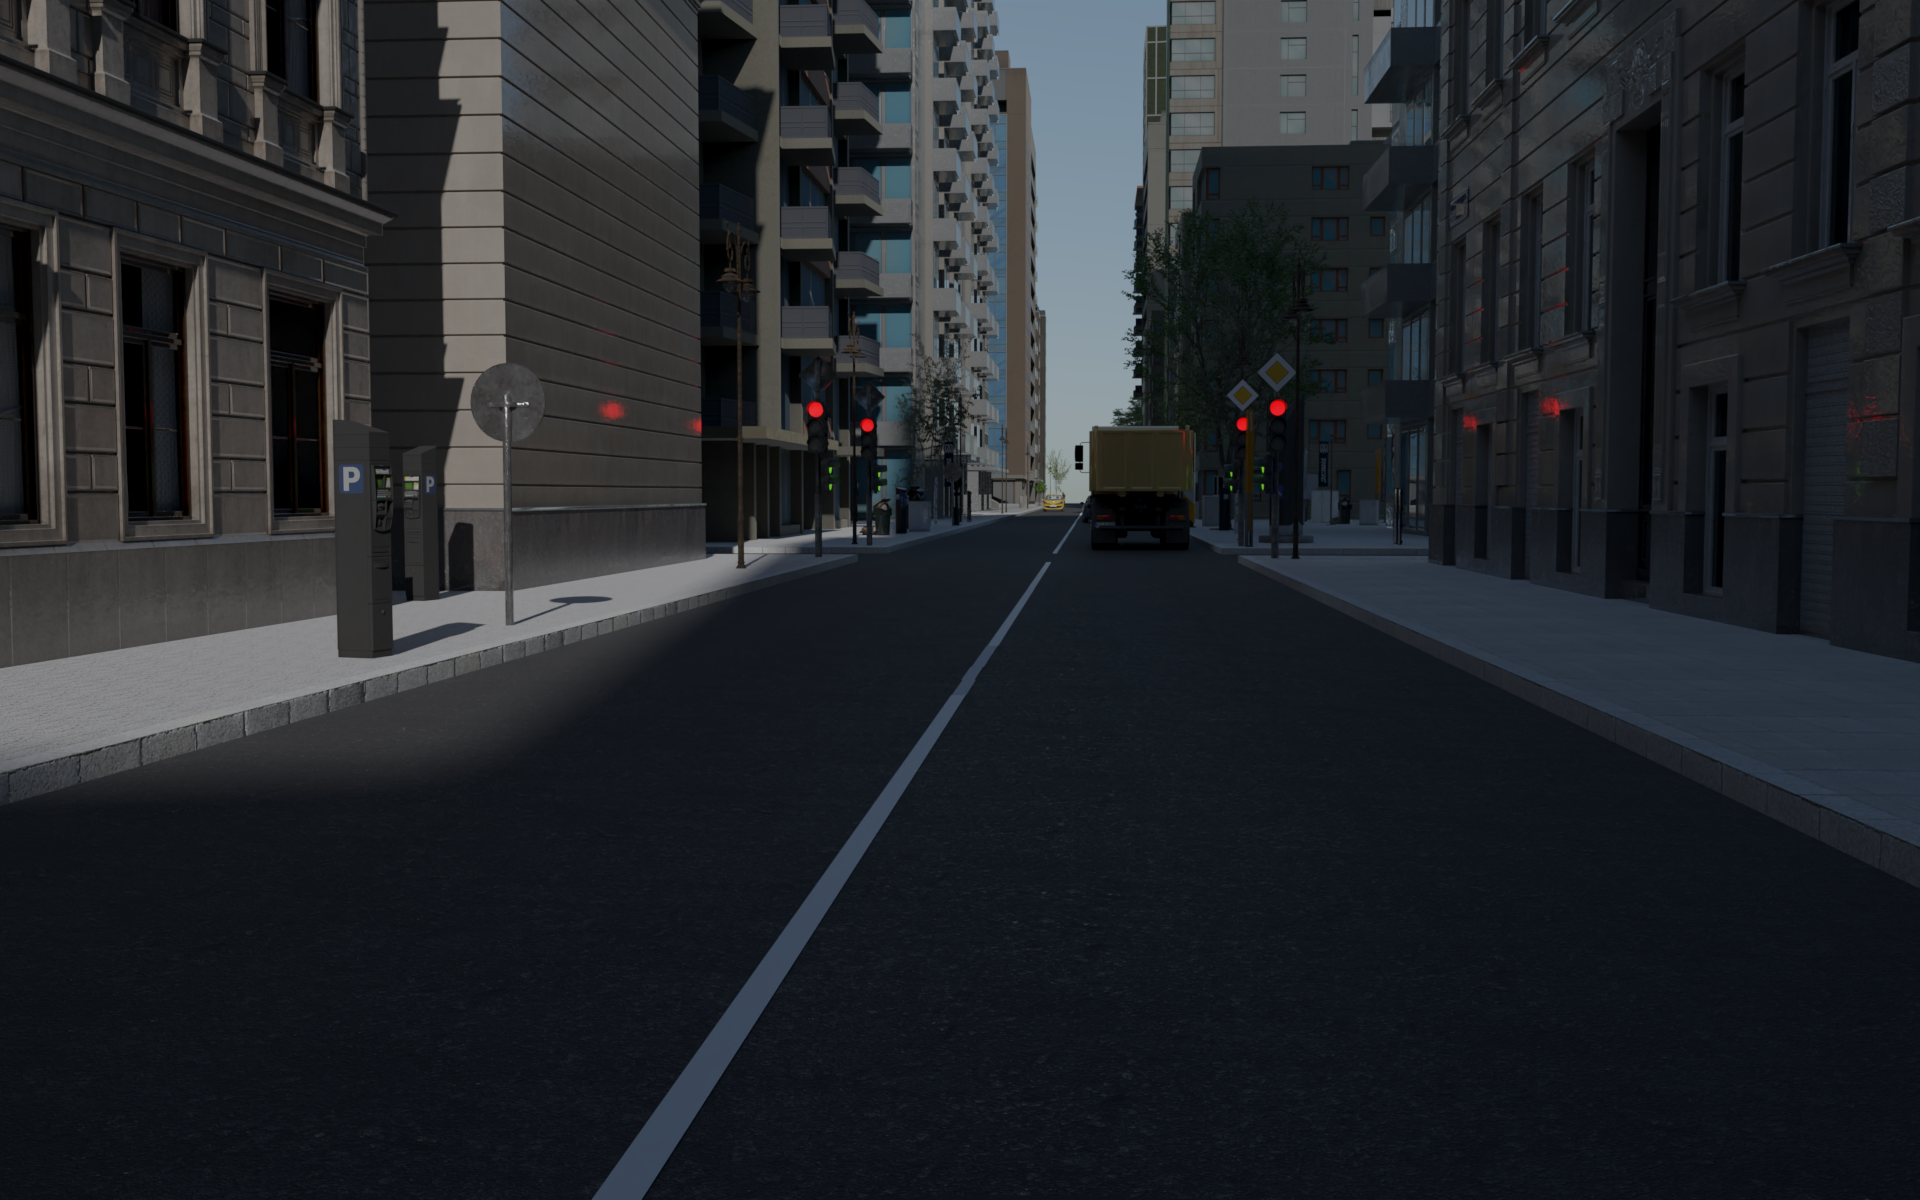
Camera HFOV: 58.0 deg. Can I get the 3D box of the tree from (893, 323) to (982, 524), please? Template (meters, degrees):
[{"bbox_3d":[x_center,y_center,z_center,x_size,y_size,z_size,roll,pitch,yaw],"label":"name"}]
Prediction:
[{"bbox_3d":[-1.064,-7.646,75.367,4.360,8.622,3.978,0,3,0],"label":"tree"}]

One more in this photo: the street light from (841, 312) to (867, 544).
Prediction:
[{"bbox_3d":[-2.688,-4.358,44.042,0.468,5.910,1.993,0,4,4],"label":"street light"}]

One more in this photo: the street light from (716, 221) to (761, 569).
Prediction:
[{"bbox_3d":[-3.771,-3.479,29.667,0.468,5.910,1.993,0,4,4],"label":"street light"}]

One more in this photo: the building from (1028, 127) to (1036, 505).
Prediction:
[{"bbox_3d":[-1.704,-36.082,213.645,21.300,48.544,21.600,0,4,4],"label":"building"}]

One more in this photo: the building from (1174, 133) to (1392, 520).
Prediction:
[{"bbox_3d":[26.924,-15.584,99.831,27.650,21.520,28.899,0,4,4],"label":"building"}]

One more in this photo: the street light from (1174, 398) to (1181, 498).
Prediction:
[{"bbox_3d":[10.427,-6.705,82.422,0.468,5.910,1.993,0,4,4],"label":"street light"}]

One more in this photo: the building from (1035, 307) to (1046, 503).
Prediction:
[{"bbox_3d":[5.820,-30.009,262.355,14.160,30.474,14.107,0,4,4],"label":"building"}]

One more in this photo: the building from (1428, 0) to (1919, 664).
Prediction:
[{"bbox_3d":[13.438,-13.565,19.058,12.463,27.353,25.104,0,4,4],"label":"building"}]

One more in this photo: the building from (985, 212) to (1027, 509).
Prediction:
[{"bbox_3d":[-9.992,-28.730,161.618,32.217,40.220,23.993,0,4,4],"label":"building"}]

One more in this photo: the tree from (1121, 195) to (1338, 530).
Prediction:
[{"bbox_3d":[9.480,-8.313,61.666,9.928,11.665,9.643,0,3,0],"label":"tree"}]

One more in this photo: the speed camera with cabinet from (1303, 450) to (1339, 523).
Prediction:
[{"bbox_3d":[17.210,-5.459,83.598,2.038,3.252,0.660,0,4,-5],"label":"speed camera with cabinet"}]

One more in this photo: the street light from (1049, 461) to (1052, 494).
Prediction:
[{"bbox_3d":[12.438,-16.251,238.485,0.468,5.910,1.993,0,4,4],"label":"street light"}]

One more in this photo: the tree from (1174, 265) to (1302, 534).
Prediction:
[{"bbox_3d":[8.869,-6.416,55.260,4.360,8.622,3.978,0,3,0],"label":"tree"}]

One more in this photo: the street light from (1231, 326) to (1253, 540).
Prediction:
[{"bbox_3d":[7.772,-4.591,47.852,0.468,5.910,1.993,0,4,4],"label":"street light"}]

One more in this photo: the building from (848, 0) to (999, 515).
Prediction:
[{"bbox_3d":[-8.502,-31.460,133.979,23.786,49.044,30.456,0,4,4],"label":"building"}]

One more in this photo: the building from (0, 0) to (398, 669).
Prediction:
[{"bbox_3d":[-11.901,-8.923,10.522,10.561,19.102,19.286,0,4,4],"label":"building"}]

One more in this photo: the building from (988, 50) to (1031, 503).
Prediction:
[{"bbox_3d":[0.192,-32.396,179.792,14.600,45.320,14.200,0,4,4],"label":"building"}]

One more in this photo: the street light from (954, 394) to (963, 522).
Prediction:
[{"bbox_3d":[0.024,-6.472,78.608,0.468,5.910,1.993,0,4,4],"label":"street light"}]

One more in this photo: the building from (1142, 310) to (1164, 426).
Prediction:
[{"bbox_3d":[32.880,-20.273,176.503,27.650,21.520,28.899,0,4,4],"label":"building"}]

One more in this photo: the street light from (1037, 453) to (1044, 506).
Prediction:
[{"bbox_3d":[8.678,-13.276,189.853,0.468,5.910,1.993,0,4,4],"label":"street light"}]

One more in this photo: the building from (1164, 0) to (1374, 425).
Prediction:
[{"bbox_3d":[22.066,-27.109,126.834,14.154,41.232,14.086,0,4,4],"label":"building"}]

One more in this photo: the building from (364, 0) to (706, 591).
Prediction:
[{"bbox_3d":[-17.543,-14.157,28.733,25.104,27.353,12.463,0,4,4],"label":"building"}]

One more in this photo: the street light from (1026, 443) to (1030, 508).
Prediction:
[{"bbox_3d":[6.061,-11.138,154.887,0.468,5.910,1.993,0,4,4],"label":"street light"}]

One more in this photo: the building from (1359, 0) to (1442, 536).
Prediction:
[{"bbox_3d":[28.362,-26.598,54.492,30.456,49.044,23.786,0,4,4],"label":"building"}]

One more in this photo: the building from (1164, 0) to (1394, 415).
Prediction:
[{"bbox_3d":[31.426,-34.123,147.152,28.713,52.752,27.495,0,4,4],"label":"building"}]

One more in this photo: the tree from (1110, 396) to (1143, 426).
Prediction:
[{"bbox_3d":[20.216,-17.281,200.673,7.486,12.596,7.792,0,3,0],"label":"tree"}]

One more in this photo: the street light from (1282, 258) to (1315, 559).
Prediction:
[{"bbox_3d":[6.639,-3.750,34.096,0.468,5.910,1.993,0,4,4],"label":"street light"}]

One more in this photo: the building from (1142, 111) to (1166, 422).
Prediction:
[{"bbox_3d":[33.619,-36.161,214.933,21.300,48.544,21.600,0,4,4],"label":"building"}]

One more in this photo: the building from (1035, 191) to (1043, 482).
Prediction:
[{"bbox_3d":[-0.610,-37.920,239.602,23.786,49.044,30.456,0,4,4],"label":"building"}]

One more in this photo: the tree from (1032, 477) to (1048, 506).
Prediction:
[{"bbox_3d":[9.091,-12.228,194.522,1.663,3.219,1.824,0,3,0],"label":"tree"}]

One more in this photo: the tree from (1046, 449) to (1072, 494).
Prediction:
[{"bbox_3d":[15.541,-19.977,276.987,4.737,8.622,4.395,0,3,0],"label":"tree"}]

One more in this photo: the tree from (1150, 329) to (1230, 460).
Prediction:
[{"bbox_3d":[10.391,-7.808,78.021,4.737,8.622,4.395,0,3,0],"label":"tree"}]

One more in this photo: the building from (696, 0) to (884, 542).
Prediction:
[{"bbox_3d":[-14.474,-24.671,58.002,22.147,44.769,28.867,0,4,4],"label":"building"}]

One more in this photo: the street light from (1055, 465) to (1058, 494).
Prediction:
[{"bbox_3d":[15.234,-18.367,273.088,0.468,5.910,1.993,0,4,4],"label":"street light"}]

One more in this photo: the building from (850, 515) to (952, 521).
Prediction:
[{"bbox_3d":[-10.655,-29.093,95.280,23.786,49.044,30.456,0,4,4],"label":"building"}]

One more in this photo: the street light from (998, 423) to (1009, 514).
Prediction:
[{"bbox_3d":[2.768,-8.586,113.170,0.468,5.910,1.993,0,4,4],"label":"street light"}]
